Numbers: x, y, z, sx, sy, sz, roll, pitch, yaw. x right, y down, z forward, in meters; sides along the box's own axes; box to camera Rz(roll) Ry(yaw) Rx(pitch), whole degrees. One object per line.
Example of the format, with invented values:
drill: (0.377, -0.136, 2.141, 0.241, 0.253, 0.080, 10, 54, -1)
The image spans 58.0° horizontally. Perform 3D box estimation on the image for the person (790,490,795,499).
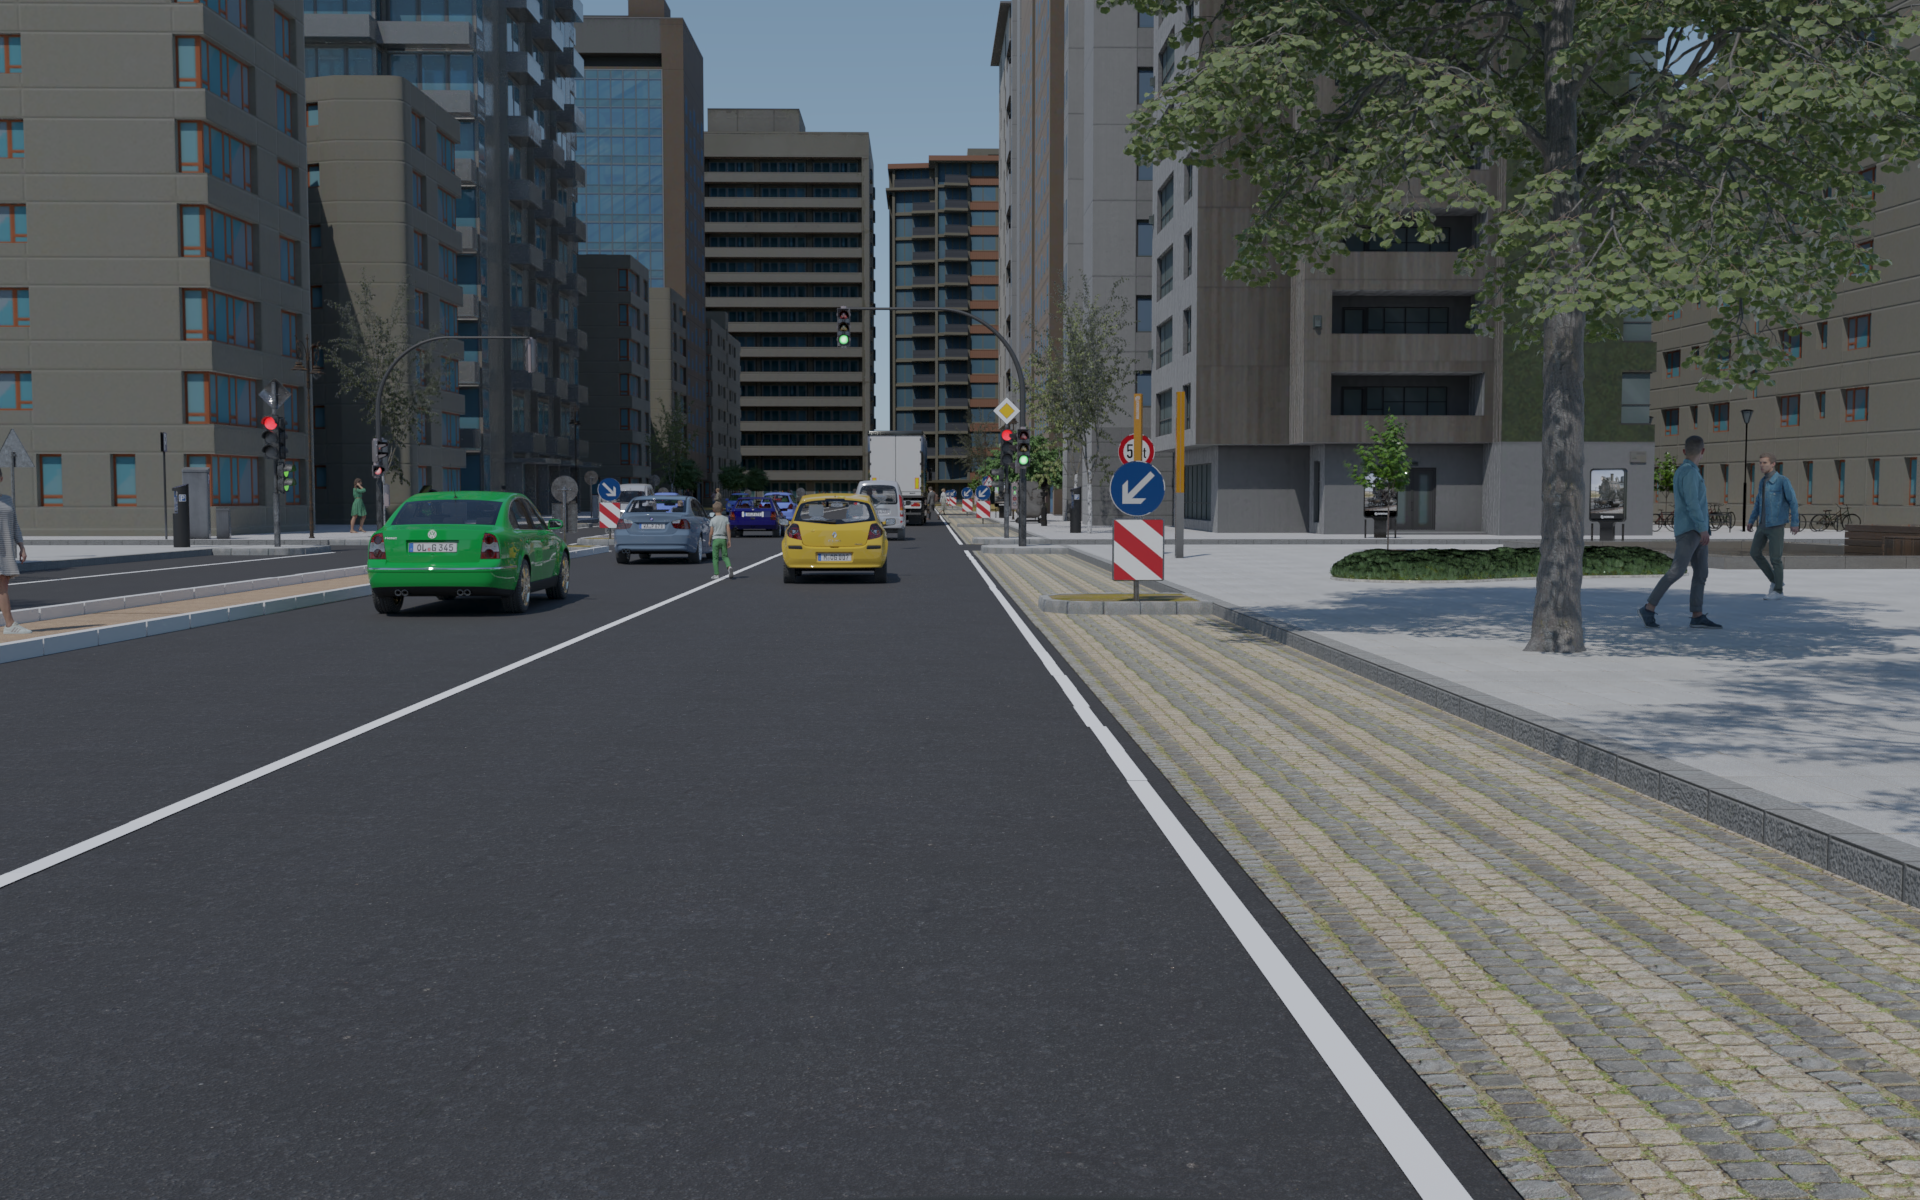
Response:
person: (-13.194, -7.662, 134.506, 0.721, 1.736, 1.217, -3, 5, -39)

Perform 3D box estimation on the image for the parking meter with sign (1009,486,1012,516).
parking meter with sign: (2.803, -6.385, 100.651, 0.543, 3.016, 1.738, 0, 4, 3)

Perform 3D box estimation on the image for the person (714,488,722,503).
person: (-13.242, -5.229, 94.544, 0.362, 1.759, 0.519, 1, 4, 19)

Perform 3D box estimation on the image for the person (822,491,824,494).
person: (-15.721, -11.709, 200.723, 0.721, 1.735, 1.217, 1, 4, 14)

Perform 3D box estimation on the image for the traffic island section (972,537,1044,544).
traffic island section: (1.376, -1.722, 50.430, 2.009, 0.180, 2.903, 0, 4, -1)

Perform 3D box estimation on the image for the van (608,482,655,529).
van: (-13.111, -3.804, 69.202, 2.013, 2.044, 4.112, 0, 4, -3)

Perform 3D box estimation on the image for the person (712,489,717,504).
person: (-16.441, -6.599, 116.990, 0.593, 1.750, 0.643, -2, 4, -23)

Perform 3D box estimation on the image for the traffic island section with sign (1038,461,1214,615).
traffic island section with sign: (1.988, -0.778, 21.351, 1.989, 1.847, 2.006, 0, 4, -1)

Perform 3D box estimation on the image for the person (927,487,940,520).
person: (-1.541, -5.343, 95.823, 0.822, 1.834, 0.622, 3, 4, 36)

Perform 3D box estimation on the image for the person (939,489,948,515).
person: (-1.148, -6.609, 116.783, 0.641, 1.798, 0.478, -2, 4, -24)

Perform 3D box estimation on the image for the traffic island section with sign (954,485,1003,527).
traffic island section with sign: (0.869, -4.061, 75.024, 1.989, 1.847, 2.006, 0, 4, -1)

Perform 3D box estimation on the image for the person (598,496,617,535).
person: (-11.642, -2.971, 57.279, 0.606, 1.804, 0.583, -1, 4, -16)

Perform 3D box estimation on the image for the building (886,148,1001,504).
building: (3.465, -34.717, 222.244, 28.867, 44.769, 22.147, 0, 4, -1)

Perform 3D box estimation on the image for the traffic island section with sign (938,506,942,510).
traffic island section with sign: (-0.760, -8.815, 152.756, 1.989, 1.847, 2.006, 0, 4, -1)

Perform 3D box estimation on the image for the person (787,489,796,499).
person: (-13.674, -7.919, 138.111, 1.348, 1.807, 0.705, -1, 4, -20)

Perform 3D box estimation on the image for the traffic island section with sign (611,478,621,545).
traffic island section with sign: (-9.964, -2.552, 49.854, 2.006, 1.907, 1.989, 0, 4, -1)

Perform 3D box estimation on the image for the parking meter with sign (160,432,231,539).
parking meter with sign: (-21.668, -3.235, 49.154, 1.738, 3.016, 0.543, -1, 4, -16)

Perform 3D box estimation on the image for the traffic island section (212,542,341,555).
traffic island section: (-16.594, -1.211, 42.073, 2.009, 0.180, 2.903, 0, 4, -1)

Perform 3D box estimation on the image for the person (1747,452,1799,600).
person: (9.871, -0.894, 21.010, 0.444, 1.785, 0.601, -1, 4, -11)

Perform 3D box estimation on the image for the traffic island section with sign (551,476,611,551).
traffic island section with sign: (-9.819, -2.099, 42.448, 2.006, 1.907, 1.989, 0, 4, -1)

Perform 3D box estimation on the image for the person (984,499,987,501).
person: (1.725, -7.094, 122.044, 0.388, 1.821, 0.555, -2, 4, -30)

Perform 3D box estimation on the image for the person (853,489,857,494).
person: (-5.791, -5.373, 97.179, 0.643, 1.720, 0.563, 1, 4, 18)

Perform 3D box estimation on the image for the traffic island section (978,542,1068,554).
traffic island section: (1.544, -1.233, 42.447, 2.009, 0.180, 2.903, 0, 4, -1)

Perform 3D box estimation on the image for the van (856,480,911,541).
van: (-2.546, -2.916, 54.687, 2.013, 2.044, 4.112, 0, 4, -2)

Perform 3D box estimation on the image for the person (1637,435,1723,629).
person: (6.922, -0.654, 16.591, 0.748, 1.841, 0.638, 2, 4, 29)

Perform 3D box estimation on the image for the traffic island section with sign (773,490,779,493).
traffic island section with sign: (-19.166, -10.506, 180.399, 1.989, 1.847, 2.006, 0, 4, -1)

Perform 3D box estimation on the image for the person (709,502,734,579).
person: (-4.016, -1.001, 29.109, 0.306, 1.304, 0.590, -3, 4, -38)

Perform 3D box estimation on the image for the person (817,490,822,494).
person: (-12.174, -8.657, 150.060, 1.348, 1.821, 0.705, -2, 4, -24)

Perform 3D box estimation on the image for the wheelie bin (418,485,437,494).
wheelie bin: (-19.060, -3.308, 61.992, 0.693, 1.594, 0.980, -3, 5, -43)

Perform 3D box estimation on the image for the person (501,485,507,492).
person: (-23.044, -4.954, 87.878, 0.643, 1.720, 0.563, -2, 4, -30)

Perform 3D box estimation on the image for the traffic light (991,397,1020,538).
traffic light: (1.336, -3.755, 50.315, 0.839, 4.253, 0.868, 0, 4, -1)

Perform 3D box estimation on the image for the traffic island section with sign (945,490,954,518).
traffic island section with sign: (0.301, -5.718, 102.124, 1.989, 1.847, 2.006, 0, 4, -1)

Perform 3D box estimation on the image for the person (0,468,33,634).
person: (-9.864, -0.512, 17.621, 0.760, 1.731, 0.466, -1, 4, -9)

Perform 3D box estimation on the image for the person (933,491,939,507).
person: (-2.951, -11.378, 194.546, 1.348, 1.821, 0.705, -2, 4, -29)

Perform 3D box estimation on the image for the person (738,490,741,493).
person: (-16.232, -7.180, 126.336, 0.568, 1.767, 0.683, 3, 5, 40)

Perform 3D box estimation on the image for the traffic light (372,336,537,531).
traffic light: (-14.631, -4.608, 50.001, 4.771, 5.953, 1.251, 0, 4, -1)

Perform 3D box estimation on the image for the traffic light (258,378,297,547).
traffic light: (-16.554, -3.243, 41.939, 0.839, 4.253, 0.868, 0, 4, -1)

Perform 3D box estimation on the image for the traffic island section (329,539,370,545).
traffic island section: (-16.761, -1.699, 50.056, 2.009, 0.180, 2.903, 0, 4, -1)

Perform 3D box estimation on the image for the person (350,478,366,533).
person: (-19.815, -3.101, 56.988, 0.529, 1.795, 0.600, -1, 4, -21)

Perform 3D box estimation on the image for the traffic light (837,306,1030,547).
traffic light: (-0.586, -4.127, 42.147, 4.771, 5.953, 1.251, 0, 4, -1)

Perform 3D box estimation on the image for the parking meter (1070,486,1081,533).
parking meter: (3.804, -2.970, 56.971, 0.372, 1.533, 0.369, 0, 3, 0)

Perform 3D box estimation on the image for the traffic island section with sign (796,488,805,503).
traffic island section with sign: (-11.548, -7.146, 124.976, 2.006, 1.907, 1.989, 0, 4, -1)

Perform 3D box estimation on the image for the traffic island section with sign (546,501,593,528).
traffic island section with sign: (-16.952, -4.048, 74.811, 1.989, 1.847, 2.006, 0, 4, -1)

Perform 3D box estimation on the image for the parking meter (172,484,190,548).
parking meter: (-18.725, -2.032, 41.634, 0.372, 1.533, 0.369, 0, 3, 0)

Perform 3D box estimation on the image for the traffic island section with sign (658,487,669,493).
traffic island section with sign: (-17.521, -5.725, 102.237, 1.989, 1.847, 2.006, 0, 4, -1)

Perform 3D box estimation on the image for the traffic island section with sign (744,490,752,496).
traffic island section with sign: (-18.571, -8.757, 151.800, 1.989, 1.847, 2.006, 0, 4, -1)
